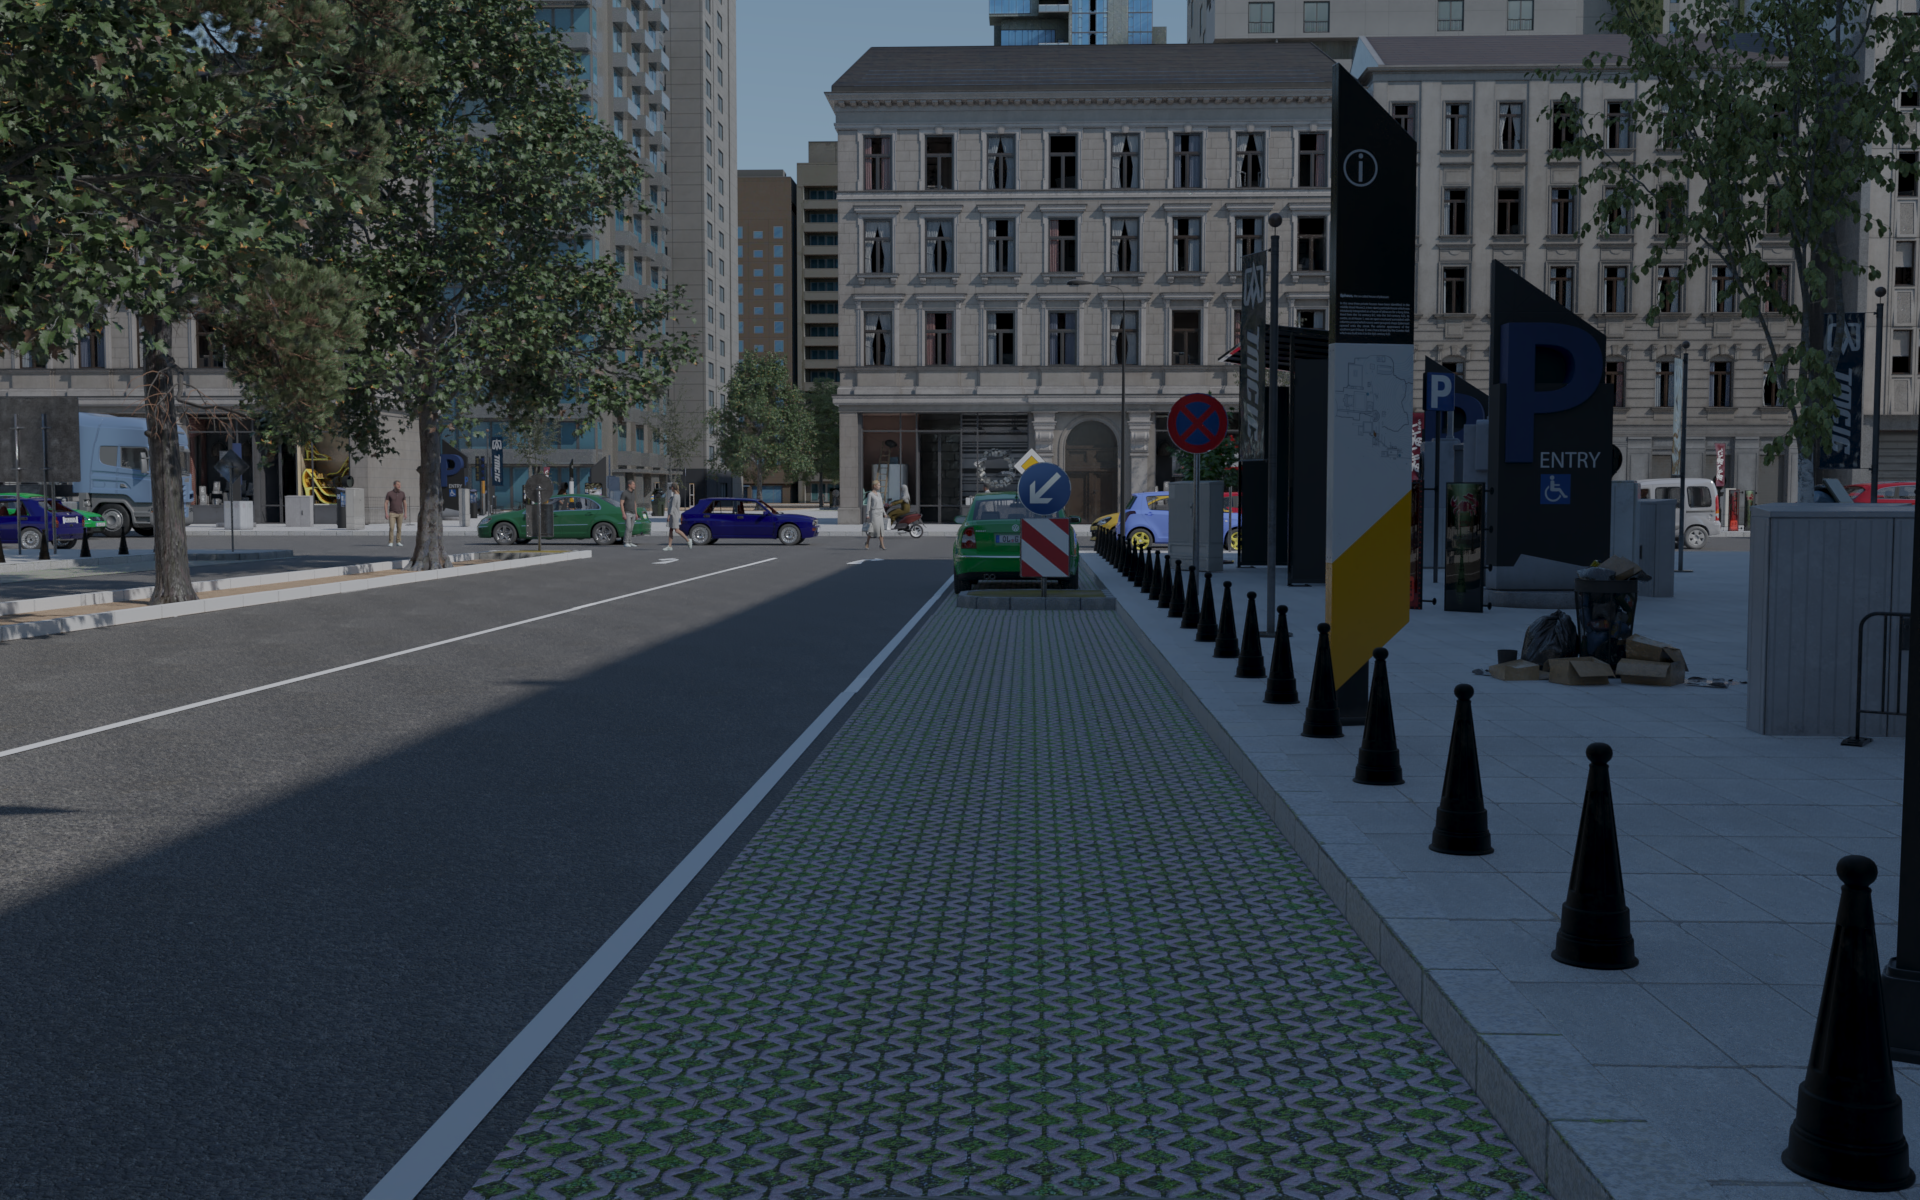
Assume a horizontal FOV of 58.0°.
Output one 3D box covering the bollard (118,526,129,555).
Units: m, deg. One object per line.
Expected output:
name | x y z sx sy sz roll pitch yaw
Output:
bollard | -17.735 -1.264 36.707 0.229 0.601 0.229 0 3 0

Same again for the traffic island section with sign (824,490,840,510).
traffic island section with sign | -11.186 -9.043 156.488 1.989 1.847 2.006 0 4 2

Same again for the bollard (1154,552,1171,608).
bollard | 2.335 -0.212 19.514 0.229 0.601 0.229 0 3 0

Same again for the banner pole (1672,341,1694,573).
banner pole | 11.715 -2.336 28.210 0.401 3.779 0.863 3 4 38

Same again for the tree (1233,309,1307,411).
tree | 12.544 -7.163 67.474 4.360 8.622 3.978 0 3 0

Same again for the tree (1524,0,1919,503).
tree | 7.368 -3.978 15.401 4.737 8.622 4.395 0 3 0

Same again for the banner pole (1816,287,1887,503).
banner pole | 10.879 -1.898 21.053 0.863 3.779 0.401 1 4 12

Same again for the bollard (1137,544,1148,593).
bollard | 2.452 -0.393 22.466 0.229 0.601 0.229 0 3 0

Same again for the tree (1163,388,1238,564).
tree | 4.545 -2.278 31.852 1.663 3.219 1.824 0 3 0

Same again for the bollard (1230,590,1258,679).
bollard | 2.041 0.239 12.133 0.229 0.601 0.229 0 3 0

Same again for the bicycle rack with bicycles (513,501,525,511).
bicycle rack with bicycles | -23.104 -4.932 94.022 2.852 0.926 2.925 -1 4 -8

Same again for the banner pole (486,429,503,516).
banner pole | -17.918 -4.681 66.544 0.863 3.779 0.401 1 4 11

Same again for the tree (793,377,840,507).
tree | -13.076 -15.244 167.372 7.486 12.596 7.792 0 3 0

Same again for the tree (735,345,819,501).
tree | -15.388 -13.234 133.381 9.611 12.733 9.660 0 3 0

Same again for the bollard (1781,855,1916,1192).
bollard | 1.687 0.781 3.275 0.229 0.601 0.229 0 3 0

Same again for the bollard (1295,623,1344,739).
bollard | 1.925 0.420 9.180 0.229 0.601 0.229 0 3 0

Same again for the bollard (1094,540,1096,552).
bollard | 3.038 -1.298 37.264 0.229 0.601 0.229 0 3 0

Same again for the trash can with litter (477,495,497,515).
trash can with litter | -28.590 -5.833 106.429 1.678 1.210 2.233 -2 4 -34

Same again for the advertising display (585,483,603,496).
advertising display | -20.552 -5.626 97.196 0.974 1.923 0.123 0 4 -3

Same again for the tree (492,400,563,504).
tree | -24.452 -9.077 98.774 4.360 8.622 3.978 0 3 0

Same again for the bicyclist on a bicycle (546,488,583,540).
bicyclist on a bicycle | -12.366 -2.699 54.150 1.625 1.676 1.499 0 4 2

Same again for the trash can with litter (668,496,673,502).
trash can with litter | -16.850 -5.541 101.986 0.624 1.170 1.055 0 4 -7

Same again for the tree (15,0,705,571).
tree | -9.911 -6.895 32.195 9.611 12.733 9.660 0 3 0

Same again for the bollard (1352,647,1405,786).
bollard | 1.867 0.510 7.705 0.229 0.601 0.229 0 3 0

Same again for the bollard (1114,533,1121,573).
bollard | 2.683 -0.754 28.366 0.229 0.601 0.229 0 3 0

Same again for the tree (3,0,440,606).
tree | -10.229 -5.961 21.977 6.751 12.117 7.091 0 3 0

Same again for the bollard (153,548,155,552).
bollard | -17.679 -1.354 38.180 0.229 0.601 0.229 0 3 0

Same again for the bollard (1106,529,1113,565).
bollard | 2.803 -0.936 31.349 0.229 0.601 0.229 0 3 0

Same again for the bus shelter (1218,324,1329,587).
bus shelter | 5.193 -2.184 26.994 1.731 3.624 6.357 0 4 2

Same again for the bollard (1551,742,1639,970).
bollard | 1.750 0.690 4.757 0.229 0.601 0.229 0 3 0

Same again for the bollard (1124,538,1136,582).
bollard | 2.567 -0.574 25.418 0.229 0.601 0.229 0 3 0

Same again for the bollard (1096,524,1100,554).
bollard | 2.978 -1.208 35.785 0.229 0.601 0.229 0 3 0

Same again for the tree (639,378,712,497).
tree | -17.662 -9.608 107.445 4.360 8.622 3.978 0 3 0

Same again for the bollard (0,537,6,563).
bollard | -17.916 -0.993 32.282 0.229 0.601 0.229 0 3 0

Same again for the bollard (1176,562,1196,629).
bollard | 2.218 -0.032 16.561 0.229 0.601 0.229 0 3 0

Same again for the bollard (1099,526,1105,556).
bollard | 2.921 -1.117 34.298 0.229 0.601 0.229 0 3 0

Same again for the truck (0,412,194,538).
truck | -34.691 -4.179 58.078 18.799 4.110 2.967 0 4 3

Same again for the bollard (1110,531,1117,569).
bollard | 2.745 -0.845 29.856 0.229 0.601 0.229 0 3 0

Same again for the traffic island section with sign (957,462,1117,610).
traffic island section with sign | 0.969 -0.829 22.182 1.989 1.847 2.006 0 4 2

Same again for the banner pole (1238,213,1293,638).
banner pole | 2.734 -1.574 15.746 0.401 3.779 0.863 -1 4 -18

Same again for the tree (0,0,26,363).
tree | -10.169 -5.763 13.683 9.611 12.733 9.660 0 3 0

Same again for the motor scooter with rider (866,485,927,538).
motor scooter with rider | -2.068 -2.882 56.088 1.986 1.779 0.876 0 4 2

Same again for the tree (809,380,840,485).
tree | -12.728 -17.477 192.402 9.857 13.997 8.962 0 3 0

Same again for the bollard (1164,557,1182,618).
bollard | 2.272 -0.122 18.034 0.229 0.601 0.229 0 3 0

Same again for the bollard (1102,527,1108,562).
bollard | 2.863 -1.026 32.822 0.229 0.601 0.229 0 3 0

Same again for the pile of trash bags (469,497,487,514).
pile of trash bags | -31.697 -6.105 109.561 1.912 1.369 3.447 2 4 33

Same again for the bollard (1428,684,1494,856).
bollard | 1.808 0.600 6.230 0.229 0.601 0.229 0 3 0

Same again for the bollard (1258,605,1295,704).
bollard | 1.980 0.330 10.653 0.229 0.601 0.229 0 3 0

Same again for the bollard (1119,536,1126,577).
bollard | 2.622 -0.664 26.893 0.229 0.601 0.229 0 3 0

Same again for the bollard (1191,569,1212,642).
bollard | 2.160 0.058 15.088 0.229 0.601 0.229 0 3 0

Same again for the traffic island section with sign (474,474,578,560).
traffic island section with sign | -9.522 -1.857 38.493 2.006 1.907 1.989 0 4 2

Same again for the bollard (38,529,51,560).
bollard | -17.856 -1.084 33.762 0.229 0.601 0.229 0 3 0

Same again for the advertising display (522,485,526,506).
advertising display | -30.077 -7.032 120.179 0.123 1.923 0.974 1 4 14

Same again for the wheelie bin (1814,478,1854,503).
wheelie bin | 17.664 -1.670 35.213 0.980 1.594 0.693 -3 4 -39

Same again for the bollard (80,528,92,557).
bollard | -17.800 -1.174 35.235 0.229 0.601 0.229 0 3 0

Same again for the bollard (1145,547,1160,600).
bollard | 2.393 -0.302 20.987 0.229 0.601 0.229 0 3 0

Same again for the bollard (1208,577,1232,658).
bollard | 2.099 0.149 13.606 0.229 0.601 0.229 0 3 0

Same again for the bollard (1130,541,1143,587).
bollard | 2.507 -0.483 23.940 0.229 0.601 0.229 0 3 0
